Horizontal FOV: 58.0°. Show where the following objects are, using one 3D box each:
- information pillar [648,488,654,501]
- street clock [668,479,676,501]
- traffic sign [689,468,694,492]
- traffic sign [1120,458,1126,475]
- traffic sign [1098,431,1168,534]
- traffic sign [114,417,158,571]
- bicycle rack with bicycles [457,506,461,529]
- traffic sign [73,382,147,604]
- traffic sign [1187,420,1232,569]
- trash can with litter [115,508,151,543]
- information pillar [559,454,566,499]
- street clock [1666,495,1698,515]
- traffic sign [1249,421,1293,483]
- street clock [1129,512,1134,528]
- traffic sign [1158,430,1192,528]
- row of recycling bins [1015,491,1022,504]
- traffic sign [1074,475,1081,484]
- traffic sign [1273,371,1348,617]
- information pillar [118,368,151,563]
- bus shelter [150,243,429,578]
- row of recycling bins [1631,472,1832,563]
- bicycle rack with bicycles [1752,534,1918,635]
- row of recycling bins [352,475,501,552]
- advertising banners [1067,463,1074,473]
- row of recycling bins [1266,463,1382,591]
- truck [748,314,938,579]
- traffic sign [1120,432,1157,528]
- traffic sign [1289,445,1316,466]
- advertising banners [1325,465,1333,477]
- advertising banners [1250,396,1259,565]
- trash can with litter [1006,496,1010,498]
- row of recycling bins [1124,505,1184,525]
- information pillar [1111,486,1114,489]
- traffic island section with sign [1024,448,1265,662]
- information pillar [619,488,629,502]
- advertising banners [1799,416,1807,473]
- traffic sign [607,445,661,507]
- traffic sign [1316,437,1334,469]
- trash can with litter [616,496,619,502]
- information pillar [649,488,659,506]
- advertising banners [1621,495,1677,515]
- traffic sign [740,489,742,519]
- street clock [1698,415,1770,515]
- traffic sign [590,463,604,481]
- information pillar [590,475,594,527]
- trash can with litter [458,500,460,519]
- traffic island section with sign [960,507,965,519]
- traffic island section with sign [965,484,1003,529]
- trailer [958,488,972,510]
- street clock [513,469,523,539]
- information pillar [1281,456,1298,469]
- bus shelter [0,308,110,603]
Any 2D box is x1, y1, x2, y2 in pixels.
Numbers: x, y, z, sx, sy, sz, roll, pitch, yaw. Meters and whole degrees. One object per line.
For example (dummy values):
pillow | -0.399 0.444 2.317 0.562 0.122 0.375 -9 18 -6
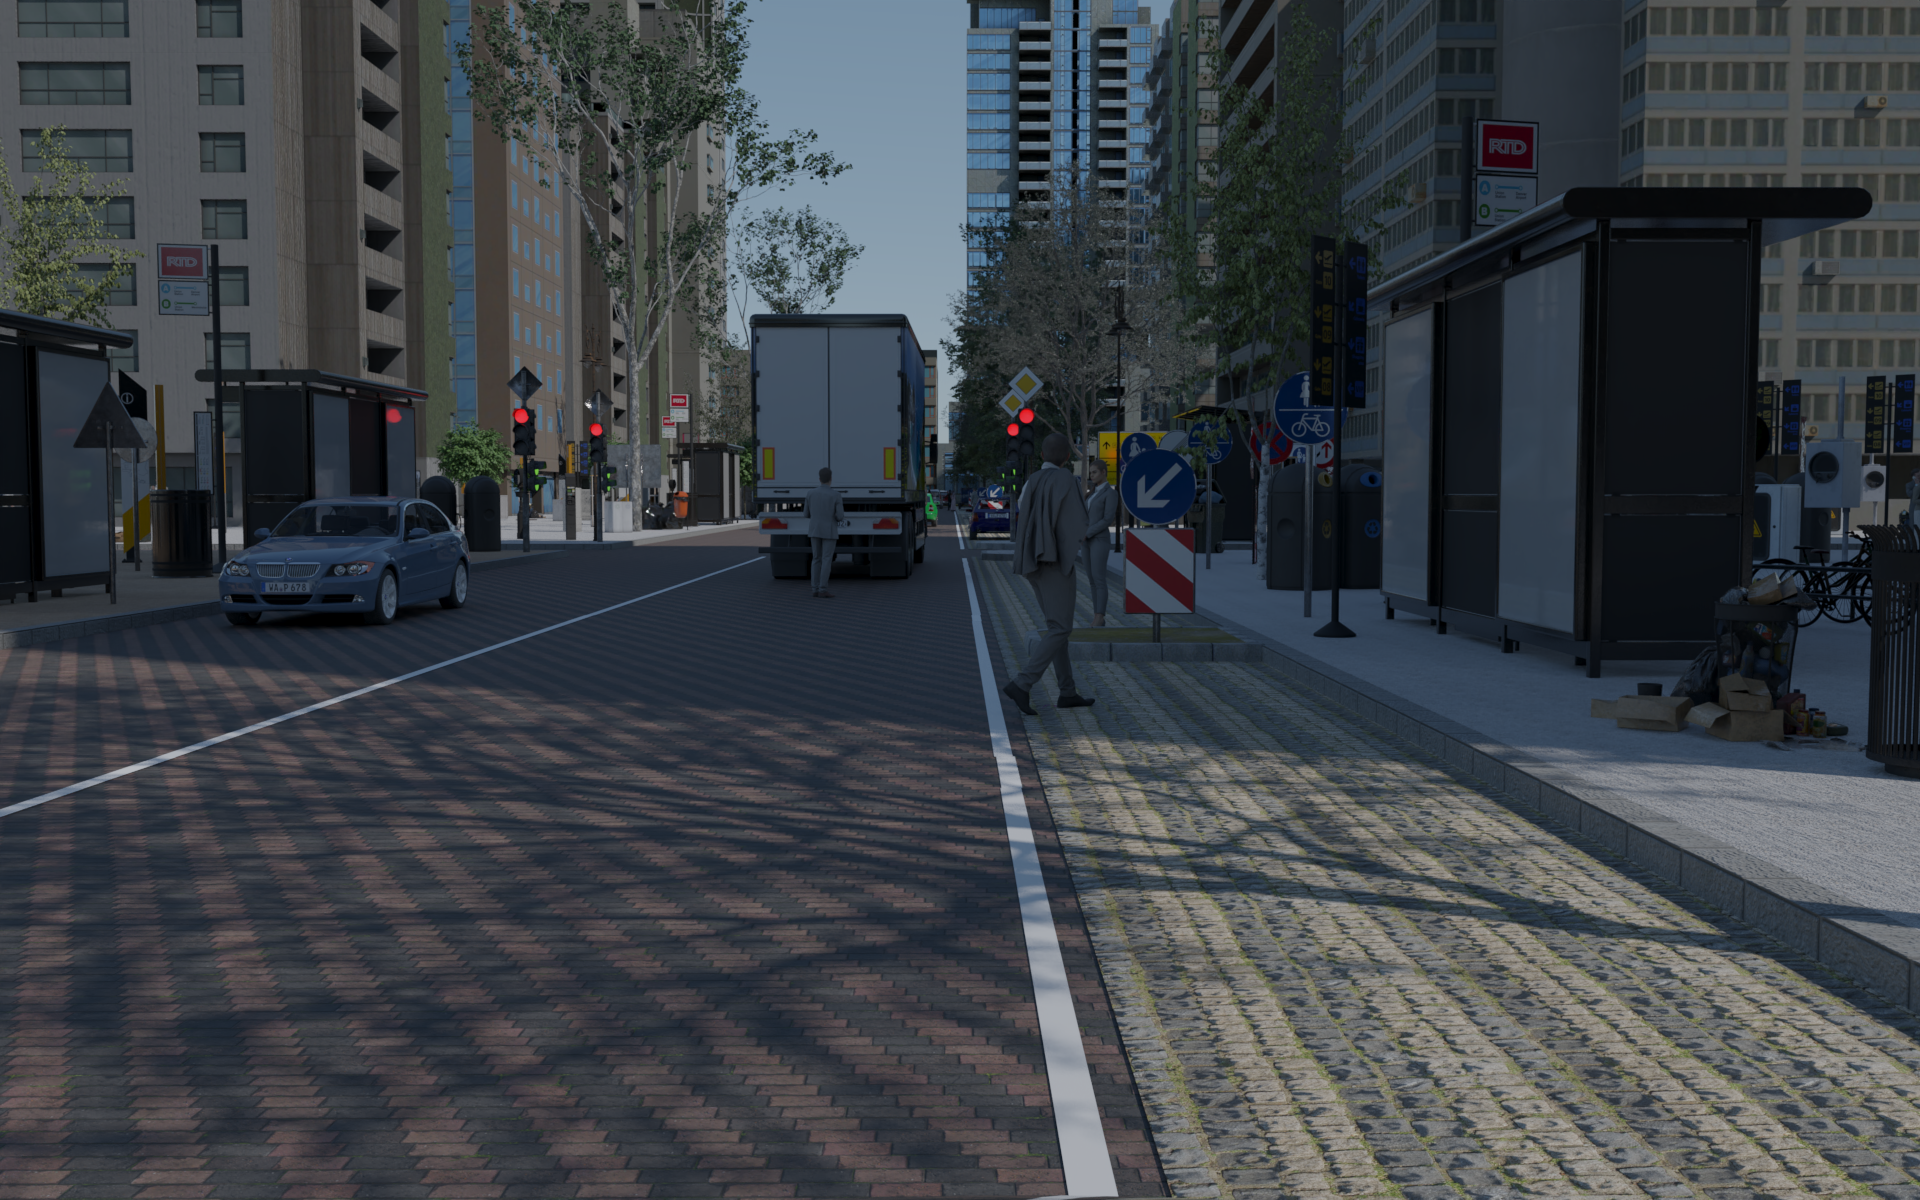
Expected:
information pillar | -14.724 -5.575 82.506 0.183 3.616 0.504 1 4 18
street clock | -14.233 -4.964 85.739 0.358 2.002 0.471 1 4 13
traffic sign | -13.290 -5.220 85.445 0.768 2.556 0.104 0 4 5
traffic sign | 5.469 -3.401 55.705 0.768 2.556 0.104 1 4 9
traffic sign | 5.608 -3.809 56.147 2.265 3.308 0.079 0 4 8
traffic sign | -13.693 -1.753 28.760 0.768 2.556 0.104 0 4 3
bicycle rack with bicycles | -17.660 -2.793 59.042 2.852 0.926 2.925 -1 4 -16
traffic sign | -9.860 -1.229 20.094 0.884 2.594 0.081 0 4 4
traffic sign | 4.244 -1.799 29.523 0.768 2.556 0.104 0 4 2
trash can with litter | -21.924 -2.106 45.813 1.055 1.170 0.624 -1 4 -10
information pillar | -22.870 -6.625 99.667 0.504 3.616 0.183 1 4 23
street clock | 6.859 -0.727 16.464 0.471 2.002 0.358 2 4 32
traffic sign | 5.453 -1.854 30.418 0.768 2.556 0.104 0 4 1
street clock | 5.455 -3.089 55.079 0.471 2.002 0.358 0 4 4
traffic sign | 4.326 -2.105 34.529 0.768 2.556 0.104 1 4 9
row of recycling bins | 4.846 -6.475 112.972 3.534 1.692 1.069 3 5 40
traffic sign | 6.341 -5.555 92.957 0.606 2.300 0.079 0 4 5
traffic sign | 3.626 -1.093 17.984 0.768 2.556 0.104 0 4 4
information pillar | -15.409 -2.505 32.316 0.504 3.616 0.183 -2 4 -23
bus shelter | -11.769 -3.235 30.522 2.179 5.291 8.768 0 4 0
row of recycling bins | 14.520 -1.559 32.600 3.534 1.692 1.069 0 4 6
bicycle rack with bicycles | 8.780 -0.194 16.559 2.852 0.926 2.925 -2 4 -29
row of recycling bins | -12.018 -1.924 38.568 3.534 1.692 1.069 0 4 -6
advertising banners | 5.766 -6.325 99.595 2.074 3.025 0.090 3 5 44
row of recycling bins | 5.837 -1.015 23.716 3.534 1.692 1.069 -1 4 -17
truck | -1.958 -2.668 32.535 2.839 4.237 11.283 0 4 1
traffic sign | 3.696 -2.183 35.793 0.768 2.556 0.104 0 4 7
traffic sign | 6.892 -2.014 35.051 0.606 2.300 0.079 0 4 1
advertising banners | 17.289 -4.970 77.449 2.074 3.025 0.090 1 4 13
advertising banners | 5.424 -2.179 31.810 0.090 3.025 2.074 1 4 14
trash can with litter | 3.222 -5.556 102.221 1.055 1.170 0.624 1 4 19
row of recycling bins | 8.547 -3.985 72.262 3.534 1.692 1.069 0 4 1
information pillar | 6.472 -5.124 75.138 0.504 3.616 0.183 1 4 16
traffic island section with sign | 1.594 -0.429 15.647 1.989 1.847 2.006 0 4 0
information pillar | -18.985 -6.532 98.155 0.183 3.616 0.504 -3 5 -44
advertising banners | 18.469 -2.581 38.383 0.090 3.025 2.074 3 5 39
traffic sign | -13.406 -4.732 71.247 2.265 3.308 0.079 0 4 6
traffic sign | 7.380 -2.164 35.492 0.768 2.556 0.104 1 4 8
trash can with litter | -23.273 -6.522 118.027 0.624 1.170 1.055 -2 4 -30
information pillar | -13.584 -4.427 76.875 0.304 2.012 0.304 1 4 21
advertising banners | 10.435 -1.830 26.112 2.074 3.025 0.090 -2 4 -24
traffic sign | -11.185 -5.391 88.252 0.768 2.556 0.104 0 4 7
street clock | 6.931 -0.666 15.464 0.471 2.002 0.358 -1 4 -10
traffic sign | -14.741 -4.326 70.831 0.768 2.556 0.104 0 4 4
information pillar | -14.234 -3.856 67.531 0.304 2.012 0.304 -2 4 -26
trash can with litter | -25.123 -4.572 86.141 0.624 1.170 1.055 -2 4 -33
traffic island section with sign | 1.166 -5.484 98.298 1.989 1.847 2.006 0 4 0
traffic island section with sign | 1.312 -3.836 71.344 1.989 1.847 2.006 0 4 0
trailer | 0.546 -9.243 158.169 1.471 1.999 3.904 0 4 -2
street clock | -12.491 -2.733 49.258 0.358 2.002 0.471 -3 5 -39
information pillar | 6.453 -1.804 33.991 0.304 2.012 0.304 1 4 9
bus shelter | -11.720 -2.469 18.004 2.179 5.291 8.768 0 4 0
